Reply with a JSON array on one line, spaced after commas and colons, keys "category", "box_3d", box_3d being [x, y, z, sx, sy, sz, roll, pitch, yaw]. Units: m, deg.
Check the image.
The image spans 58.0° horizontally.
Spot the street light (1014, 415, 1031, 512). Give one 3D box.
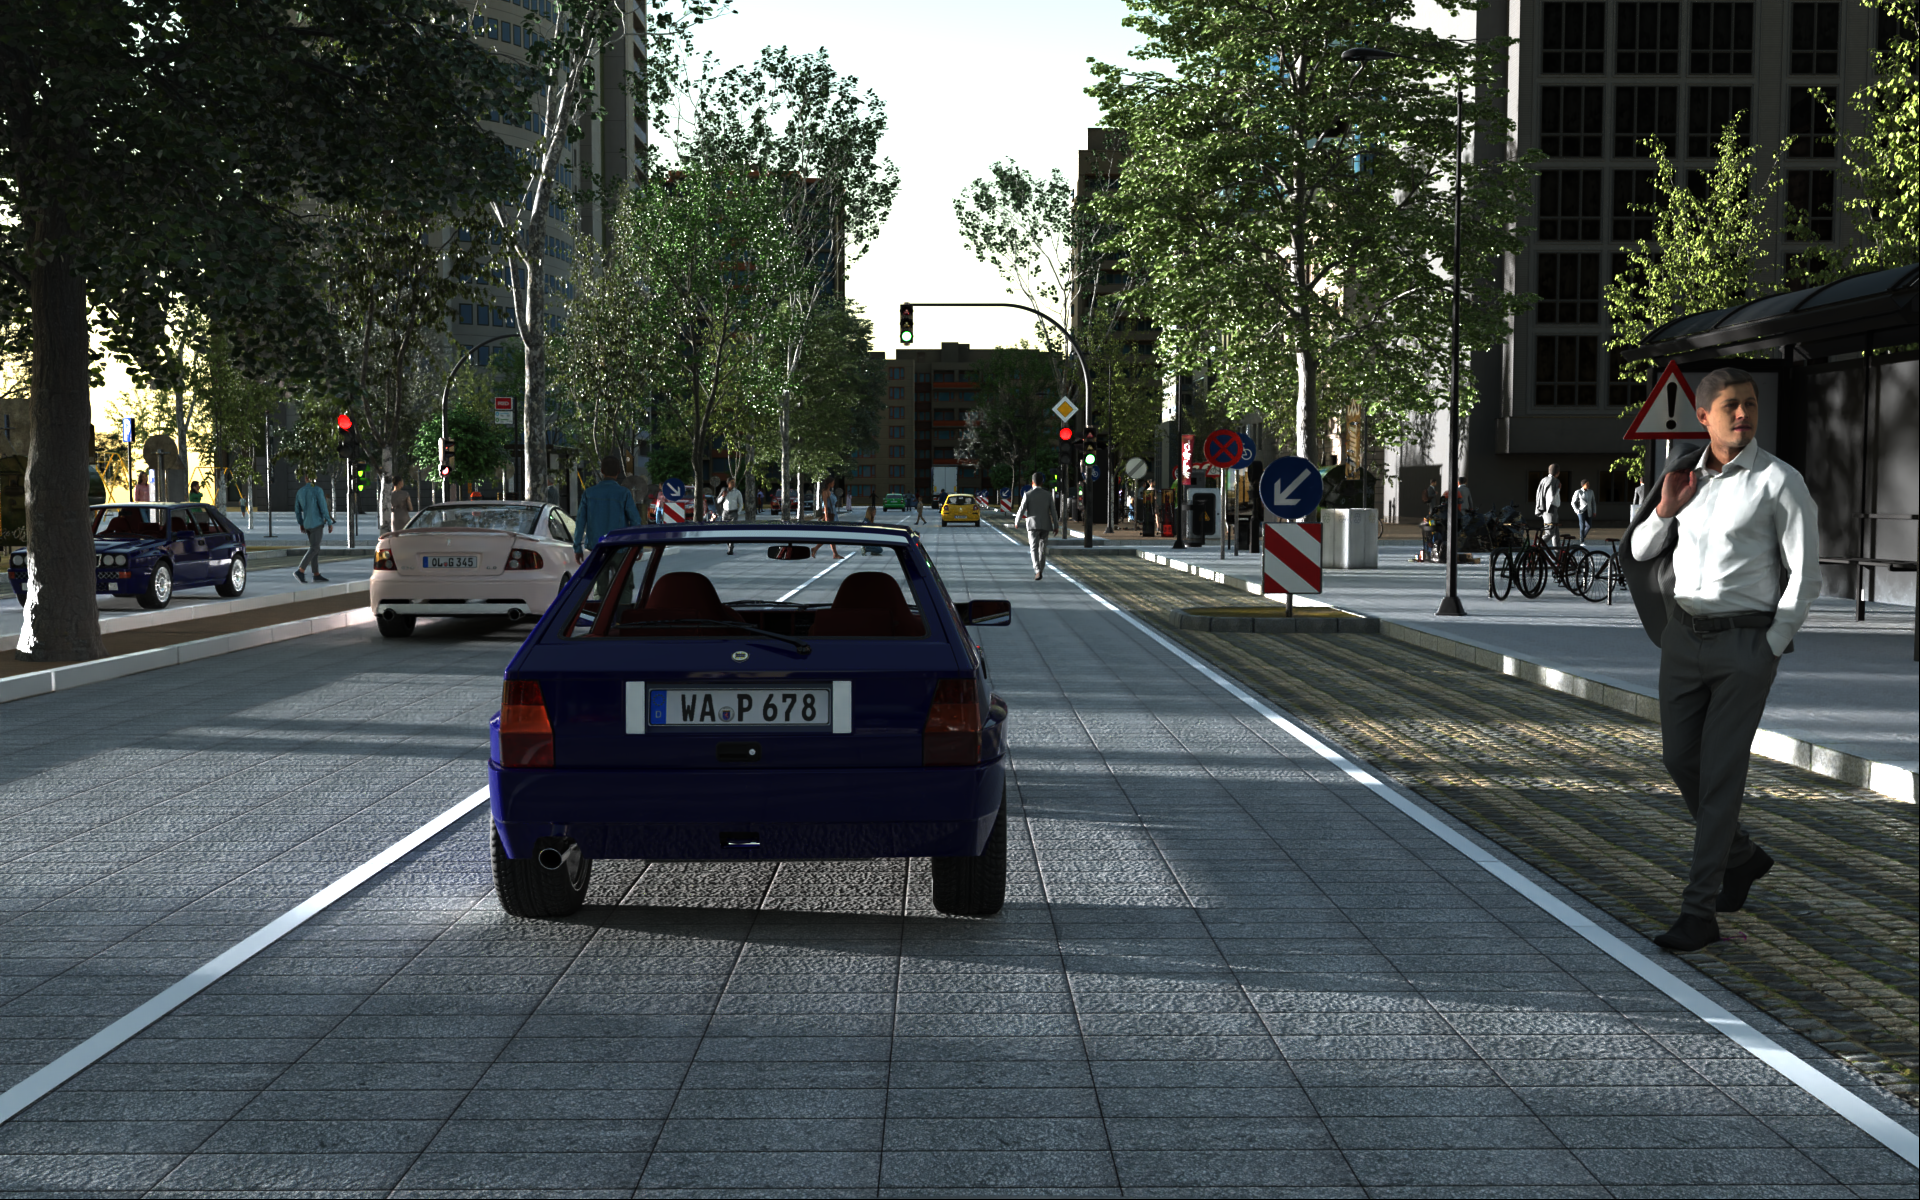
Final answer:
[{"category": "street light", "box_3d": [3.892, -7.906, 101.798, 1.470, 5.913, 1.316, 0, 4, -1]}]

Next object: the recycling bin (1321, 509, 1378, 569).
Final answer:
[{"category": "recycling bin", "box_3d": [6.726, -1.063, 29.937, 0.722, 1.027, 0.722, -2, 4, -33]}]

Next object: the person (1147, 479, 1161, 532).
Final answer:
[{"category": "person", "box_3d": [6.507, -3.161, 58.059, 0.374, 1.781, 0.599, -3, 4, -38]}]

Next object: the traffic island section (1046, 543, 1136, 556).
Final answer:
[{"category": "traffic island section", "box_3d": [3.089, -1.177, 41.531, 2.009, 0.180, 2.903, 0, 4, -1]}]

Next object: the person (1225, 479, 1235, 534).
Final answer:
[{"category": "person", "box_3d": [8.627, -3.014, 55.448, 0.709, 1.813, 0.853, 1, 4, 18]}]

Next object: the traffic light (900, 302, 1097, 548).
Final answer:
[{"category": "traffic light", "box_3d": [0.958, -4.073, 41.255, 4.771, 5.953, 1.251, 0, 4, -1]}]

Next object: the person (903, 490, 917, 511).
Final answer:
[{"category": "person", "box_3d": [-4.286, -8.356, 145.206, 1.350, 1.814, 0.705, 0, 4, 4]}]

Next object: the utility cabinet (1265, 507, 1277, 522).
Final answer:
[{"category": "utility cabinet", "box_3d": [9.626, -2.708, 55.430, 1.020, 1.237, 0.306, 2, 4, 24]}]

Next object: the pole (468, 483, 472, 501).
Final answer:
[{"category": "pole", "box_3d": [-21.942, -5.119, 77.535, 0.158, 3.312, 0.155, 0, 3, 0]}]

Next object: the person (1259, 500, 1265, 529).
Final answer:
[{"category": "person", "box_3d": [8.762, -2.695, 50.773, 0.598, 1.740, 0.731, 2, 4, 32]}]

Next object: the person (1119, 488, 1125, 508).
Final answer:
[{"category": "person", "box_3d": [12.684, -7.901, 136.042, 0.721, 1.723, 1.217, 0, 4, -7]}]

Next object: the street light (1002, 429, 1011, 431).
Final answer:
[{"category": "street light", "box_3d": [3.720, -9.298, 124.558, 1.470, 5.913, 1.316, 0, 4, -1]}]

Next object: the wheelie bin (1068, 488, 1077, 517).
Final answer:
[{"category": "wheelie bin", "box_3d": [6.128, -5.356, 95.478, 0.980, 1.594, 0.693, -1, 4, -16]}]

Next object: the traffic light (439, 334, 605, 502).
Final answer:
[{"category": "traffic light", "box_3d": [-12.497, -4.563, 49.273, 4.771, 5.953, 1.251, 0, 4, -1]}]

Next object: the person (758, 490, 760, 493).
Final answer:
[{"category": "person", "box_3d": [-22.308, -11.357, 192.404, 0.621, 1.740, 0.551, 0, 4, 6]}]

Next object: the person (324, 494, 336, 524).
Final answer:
[{"category": "person", "box_3d": [-26.732, -3.851, 73.278, 0.640, 1.303, 0.475, -1, 4, -21]}]

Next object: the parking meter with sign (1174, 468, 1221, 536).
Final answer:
[{"category": "parking meter with sign", "box_3d": [7.195, -3.485, 53.247, 1.738, 3.016, 0.543, 1, 4, 9]}]

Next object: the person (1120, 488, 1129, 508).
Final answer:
[{"category": "person", "box_3d": [15.197, -9.480, 160.979, 0.705, 1.831, 1.348, -3, 5, -39]}]

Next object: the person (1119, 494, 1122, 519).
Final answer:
[{"category": "person", "box_3d": [7.917, -4.977, 87.602, 0.526, 1.800, 0.537, -2, 4, -26]}]

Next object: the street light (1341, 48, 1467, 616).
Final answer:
[{"category": "street light", "box_3d": [4.670, -2.793, 18.206, 1.470, 5.913, 1.316, 0, 4, -1]}]

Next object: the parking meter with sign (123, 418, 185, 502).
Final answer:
[{"category": "parking meter with sign", "box_3d": [-18.426, -2.693, 40.284, 1.738, 3.016, 0.543, -3, 5, -44]}]

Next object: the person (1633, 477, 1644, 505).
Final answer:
[{"category": "person", "box_3d": [21.878, -3.020, 55.380, 0.622, 1.834, 0.822, 1, 4, 10]}]

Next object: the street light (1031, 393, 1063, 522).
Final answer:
[{"category": "street light", "box_3d": [4.142, -6.537, 79.427, 1.470, 5.913, 1.316, 0, 4, -1]}]

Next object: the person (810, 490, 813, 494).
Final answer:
[{"category": "person", "box_3d": [-15.571, -10.520, 180.636, 1.348, 1.807, 0.705, -1, 4, -19]}]

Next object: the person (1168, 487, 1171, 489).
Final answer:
[{"category": "person", "box_3d": [14.640, -6.994, 120.745, 0.601, 1.785, 0.444, 2, 4, 26]}]

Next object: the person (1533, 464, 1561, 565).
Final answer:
[{"category": "person", "box_3d": [10.688, -1.542, 31.358, 0.850, 1.850, 0.679, 0, 4, 8]}]

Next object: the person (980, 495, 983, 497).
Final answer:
[{"category": "person", "box_3d": [2.271, -10.411, 179.662, 0.756, 1.711, 0.436, 2, 4, 30]}]

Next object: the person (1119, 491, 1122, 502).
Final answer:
[{"category": "person", "box_3d": [16.130, -10.163, 172.081, 0.709, 1.838, 0.599, 2, 4, 35]}]

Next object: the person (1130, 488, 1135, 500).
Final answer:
[{"category": "person", "box_3d": [12.050, -6.973, 120.240, 0.537, 1.800, 0.526, 1, 4, 20]}]

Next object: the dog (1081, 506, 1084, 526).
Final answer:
[{"category": "dog", "box_3d": [5.107, -3.385, 69.718, 0.513, 0.831, 0.800, -1, 4, -11]}]

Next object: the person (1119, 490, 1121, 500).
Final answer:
[{"category": "person", "box_3d": [18.747, -11.976, 201.939, 1.350, 1.814, 0.705, 2, 4, 30]}]

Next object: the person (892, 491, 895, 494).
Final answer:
[{"category": "person", "box_3d": [-6.228, -9.328, 161.820, 0.445, 1.727, 0.742, 0, 4, 3]}]

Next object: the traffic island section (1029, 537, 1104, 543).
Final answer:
[{"category": "traffic island section", "box_3d": [3.013, -1.666, 49.515, 2.009, 0.180, 2.903, 0, 4, -1]}]

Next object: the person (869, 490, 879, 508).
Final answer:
[{"category": "person", "box_3d": [-8.793, -10.285, 176.674, 1.348, 1.821, 0.705, 3, 4, 39]}]

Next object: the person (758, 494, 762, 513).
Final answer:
[{"category": "person", "box_3d": [-15.047, -7.246, 130.234, 0.557, 1.426, 1.065, -1, 4, -14]}]

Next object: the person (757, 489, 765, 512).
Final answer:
[{"category": "person", "box_3d": [-15.745, -7.901, 137.542, 0.709, 1.838, 0.599, 2, 4, 30]}]

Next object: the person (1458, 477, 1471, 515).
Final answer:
[{"category": "person", "box_3d": [16.646, -3.156, 57.422, 0.659, 1.850, 0.755, 2, 4, 34]}]

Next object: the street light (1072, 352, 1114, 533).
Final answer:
[{"category": "street light", "box_3d": [4.350, -5.138, 56.552, 1.470, 5.913, 1.316, 0, 4, -1]}]

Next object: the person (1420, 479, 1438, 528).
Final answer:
[{"category": "person", "box_3d": [17.166, -3.494, 63.137, 0.822, 1.834, 0.622, 0, 4, 7]}]

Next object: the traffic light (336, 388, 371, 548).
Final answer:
[{"category": "traffic light", "box_3d": [-14.511, -3.200, 41.233, 0.839, 4.253, 0.868, 0, 4, -1]}]

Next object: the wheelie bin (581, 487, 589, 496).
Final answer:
[{"category": "wheelie bin", "box_3d": [-16.812, -4.357, 79.141, 0.980, 1.594, 0.693, 0, 4, 5]}]

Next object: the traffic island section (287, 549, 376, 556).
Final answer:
[{"category": "traffic island section", "box_3d": [-14.552, -1.167, 41.367, 2.009, 0.180, 2.903, 0, 4, -1]}]

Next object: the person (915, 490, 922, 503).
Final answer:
[{"category": "person", "box_3d": [-4.188, -10.091, 173.446, 0.705, 1.831, 1.348, -2, 4, -35]}]

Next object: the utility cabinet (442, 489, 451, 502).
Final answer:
[{"category": "utility cabinet", "box_3d": [-20.679, -3.758, 70.129, 0.318, 1.500, 1.173, 0, 4, -4]}]

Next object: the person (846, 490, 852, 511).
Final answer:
[{"category": "person", "box_3d": [-9.283, -8.326, 145.291, 0.621, 1.740, 0.551, 0, 4, -5]}]

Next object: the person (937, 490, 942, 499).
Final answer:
[{"category": "person", "box_3d": [-1.434, -8.259, 143.491, 1.348, 1.831, 0.705, 3, 4, 37]}]

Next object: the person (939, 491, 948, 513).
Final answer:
[{"category": "person", "box_3d": [-1.267, -7.398, 130.256, 0.445, 1.727, 0.742, 3, 5, 40]}]

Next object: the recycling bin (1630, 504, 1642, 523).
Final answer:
[{"category": "recycling bin", "box_3d": [16.575, -1.782, 41.691, 0.722, 1.027, 0.722, 2, 4, 31]}]

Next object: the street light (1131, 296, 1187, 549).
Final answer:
[{"category": "street light", "box_3d": [4.616, -4.161, 40.579, 1.470, 5.913, 1.316, 0, 4, -1]}]

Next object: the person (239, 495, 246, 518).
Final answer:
[{"category": "person", "box_3d": [-38.420, -5.019, 92.795, 0.332, 1.250, 0.352, 1, 4, 21]}]

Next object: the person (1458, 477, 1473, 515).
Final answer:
[{"category": "person", "box_3d": [14.885, -2.757, 51.390, 0.678, 1.792, 0.850, -2, 4, -34]}]

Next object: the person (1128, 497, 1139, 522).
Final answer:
[{"category": "person", "box_3d": [8.205, -4.210, 80.371, 1.012, 1.151, 0.738, -3, 5, -44]}]

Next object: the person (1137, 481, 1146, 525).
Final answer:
[{"category": "person", "box_3d": [7.627, -4.058, 72.483, 0.391, 1.810, 0.635, 0, 4, 8]}]

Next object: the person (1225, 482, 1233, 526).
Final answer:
[{"category": "person", "box_3d": [10.985, -3.915, 70.035, 0.580, 1.828, 0.573, -1, 4, -12]}]

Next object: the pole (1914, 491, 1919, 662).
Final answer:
[{"category": "pole", "box_3d": [7.429, -1.182, 13.162, 0.158, 3.312, 0.155, 0, 3, 0]}]

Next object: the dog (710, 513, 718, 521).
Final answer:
[{"category": "dog", "box_3d": [-7.886, -2.376, 55.688, 0.513, 0.831, 0.800, 1, 4, 17]}]

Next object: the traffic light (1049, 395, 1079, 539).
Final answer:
[{"category": "traffic light", "box_3d": [2.972, -3.699, 49.401, 0.839, 4.253, 0.868, 0, 4, -1]}]
